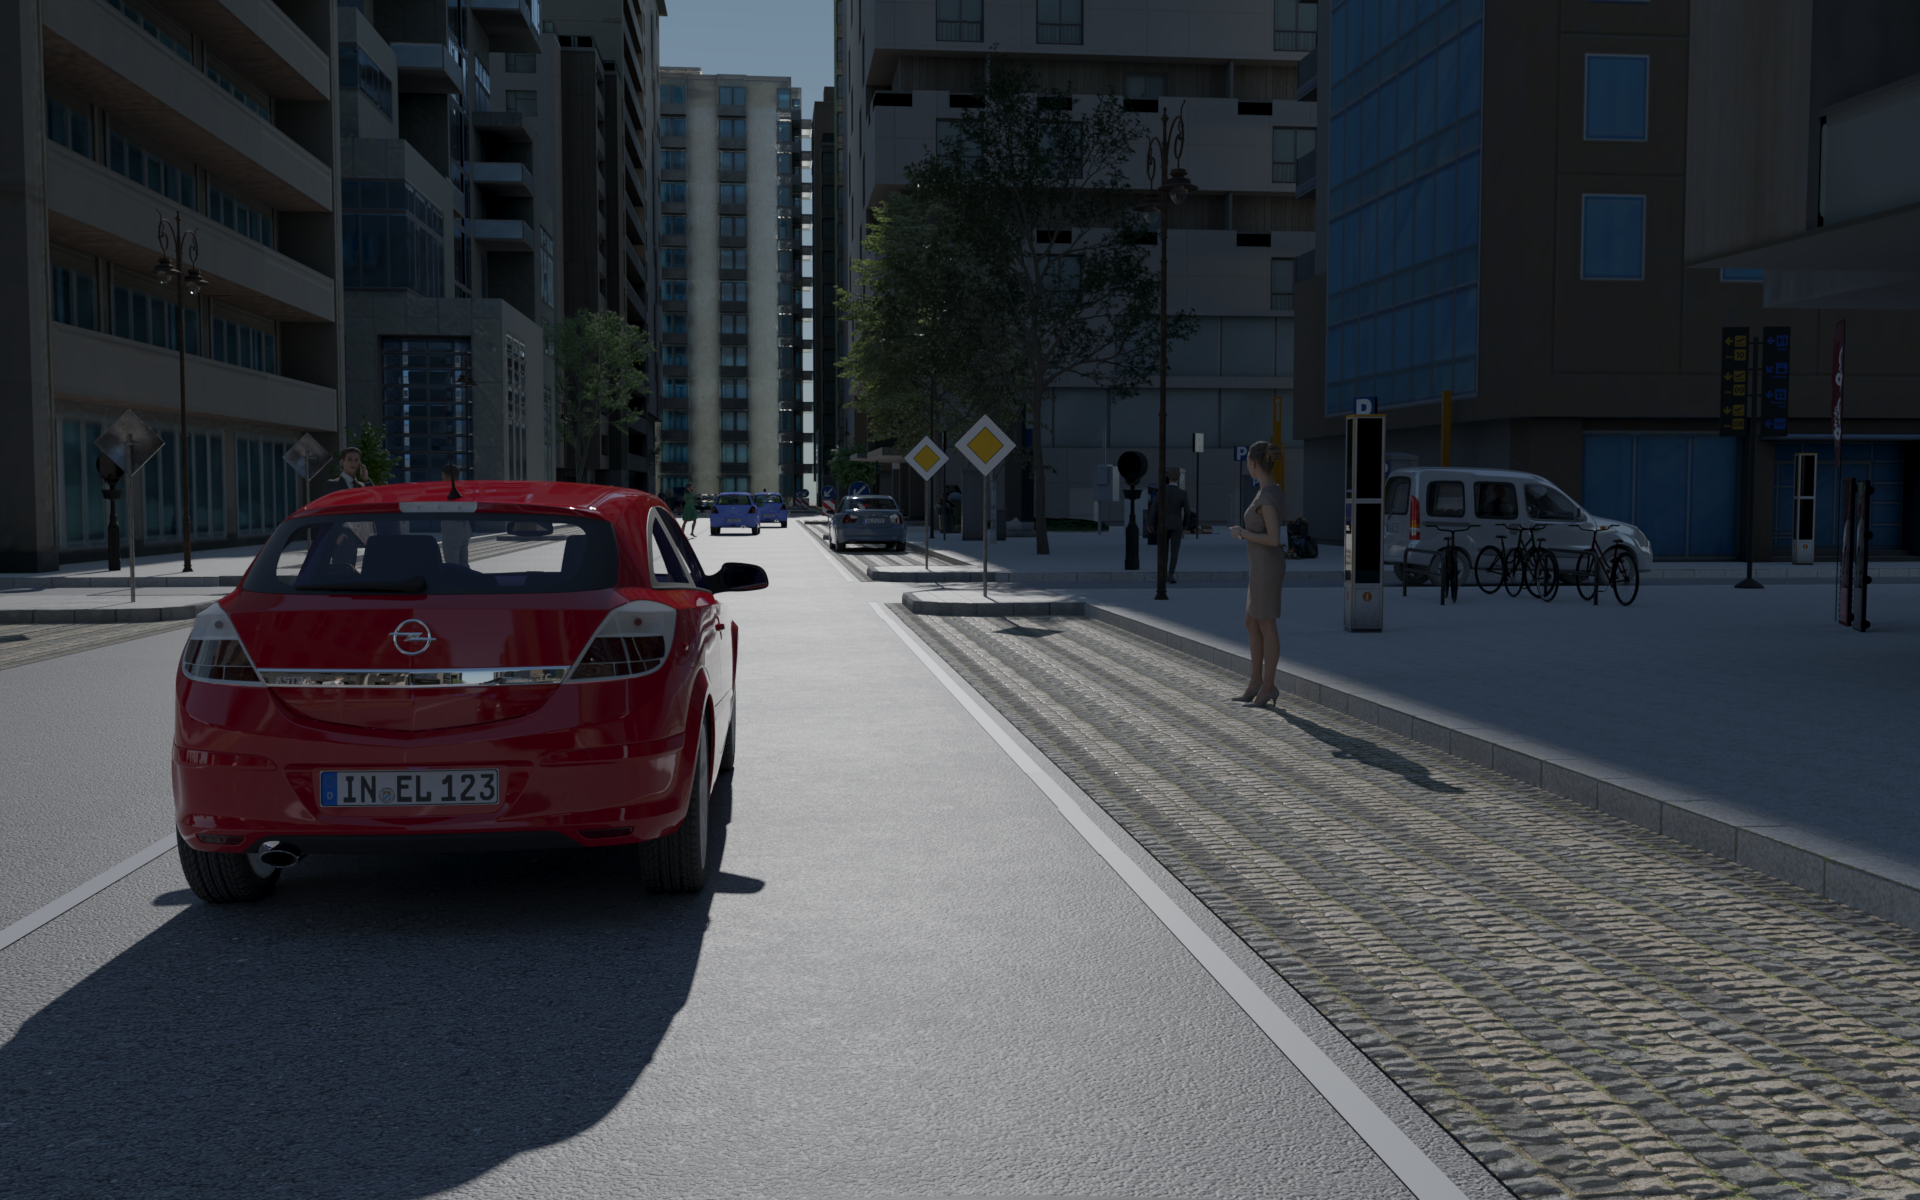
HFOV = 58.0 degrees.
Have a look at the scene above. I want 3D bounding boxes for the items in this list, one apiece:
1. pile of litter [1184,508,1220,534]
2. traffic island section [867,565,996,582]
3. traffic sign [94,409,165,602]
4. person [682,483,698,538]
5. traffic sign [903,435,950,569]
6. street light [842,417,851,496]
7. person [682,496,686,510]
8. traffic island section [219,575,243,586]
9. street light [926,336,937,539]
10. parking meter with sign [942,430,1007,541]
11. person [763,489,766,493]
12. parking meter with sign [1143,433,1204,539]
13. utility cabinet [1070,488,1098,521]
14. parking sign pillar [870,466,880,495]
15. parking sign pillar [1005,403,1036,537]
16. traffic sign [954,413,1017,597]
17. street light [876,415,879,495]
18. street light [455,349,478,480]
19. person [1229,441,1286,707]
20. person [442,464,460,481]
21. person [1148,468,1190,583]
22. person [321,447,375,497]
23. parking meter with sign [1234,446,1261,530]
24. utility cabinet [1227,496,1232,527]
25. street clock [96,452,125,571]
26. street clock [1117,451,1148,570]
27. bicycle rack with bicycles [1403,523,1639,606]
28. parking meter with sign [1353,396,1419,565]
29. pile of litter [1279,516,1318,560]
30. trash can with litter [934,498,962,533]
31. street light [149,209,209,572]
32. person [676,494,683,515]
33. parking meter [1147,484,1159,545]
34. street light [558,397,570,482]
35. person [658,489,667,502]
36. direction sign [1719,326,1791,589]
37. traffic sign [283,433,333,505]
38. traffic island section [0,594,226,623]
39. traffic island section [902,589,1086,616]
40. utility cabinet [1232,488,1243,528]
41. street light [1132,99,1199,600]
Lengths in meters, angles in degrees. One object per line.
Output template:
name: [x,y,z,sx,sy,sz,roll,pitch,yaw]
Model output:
pile of litter: [7.601,-2.546,55.587,1.719,0.858,1.176,-1,4,-16]
traffic island section: [-0.550,-0.450,29.638,2.009,0.180,2.903,0,4,-6]
traffic sign: [-9.822,-1.032,20.518,0.795,2.450,0.064,0,4,-6]
person: [-8.836,-2.920,56.489,0.529,1.795,0.600,1,4,9]
traffic sign: [-0.572,-1.585,29.558,0.795,2.450,0.064,0,4,-6]
street light: [-6.804,-8.031,104.087,0.468,5.910,1.993,0,4,-6]
person: [-19.044,-6.608,119.725,0.799,1.438,0.628,3,5,42]
traffic island section: [-10.729,-0.381,28.513,2.009,0.180,2.903,0,4,-6]
street light: [-0.808,-4.707,49.745,0.468,5.910,1.993,0,4,-6]
parking meter with sign: [0.399,-3.148,47.725,1.738,3.016,0.543,0,4,-3]
person: [-13.723,-6.918,121.629,0.705,1.821,1.348,-1,4,-23]
parking meter with sign: [6.113,-3.289,50.031,1.738,3.016,0.543,2,4,33]
utility cabinet: [4.681,-3.458,65.216,1.173,1.500,0.318,3,5,44]
parking sign pillar: [-5.103,-7.035,103.497,1.447,3.967,1.447,-1,4,-10]
parking sign pillar: [1.771,-3.871,51.769,1.447,3.967,1.447,-1,4,-21]
traffic sign: [0.312,-1.100,21.622,0.795,2.450,0.064,0,4,-6]
street light: [-3.708,-6.383,77.155,0.468,5.910,1.993,0,4,-6]
street light: [-15.740,-5.049,55.343,0.468,5.910,1.993,0,4,-6]
person: [1.990,-0.168,11.590,0.374,1.781,0.599,1,4,11]
person: [-6.346,-0.789,21.574,0.466,1.800,0.511,0,4,6]
person: [3.395,-1.204,27.958,0.659,1.850,0.755,1,4,13]
person: [-6.117,-0.584,17.411,0.474,1.900,0.648,1,4,9]
parking meter with sign: [10.375,-4.004,61.730,0.543,3.016,1.738,-1,4,-16]
utility cabinet: [10.859,-3.406,66.844,1.020,1.237,0.306,-1,4,-11]
street clock: [-14.188,-1.495,29.009,0.471,2.002,0.358,-2,4,-25]
street clock: [2.908,-1.507,29.214,0.471,2.002,0.358,2,4,35]
bicycle rack with bicycles: [6.592,-0.465,20.987,2.852,0.926,2.925,0,4,2]
parking meter with sign: [7.982,-2.158,31.547,1.738,3.016,0.543,-2,4,-30]
pile of litter: [6.456,-1.249,34.380,1.719,0.858,1.176,-3,4,-38]
trash can with litter: [-0.280,-2.761,56.536,1.055,1.170,0.624,-3,5,-41]
street light: [-12.743,-3.401,28.401,0.468,5.910,1.993,0,4,-6]
person: [-19.061,-6.484,117.752,0.421,1.427,0.697,-2,4,-31]
parking meter: [4.919,-2.158,43.697,0.372,1.533,0.369,0,3,0]
street light: [-18.765,-6.697,82.283,0.468,5.910,1.993,0,4,-6]
person: [-21.419,-7.093,124.913,0.683,1.767,0.568,-3,4,-36]
direction sign: [10.763,-1.928,23.515,0.876,3.537,0.379,0,4,7]
traffic sign: [-10.706,-1.518,28.454,0.795,2.450,0.064,0,4,-6]
traffic island section: [-9.845,0.104,20.577,2.009,0.180,2.903,0,4,-6]
traffic island section: [0.335,0.035,21.702,2.009,0.180,2.903,0,4,-6]
utility cabinet: [10.810,-3.441,64.947,1.173,1.500,0.318,0,4,-7]
street light: [2.447,-2.940,20.860,0.468,5.910,1.993,0,4,-6]
